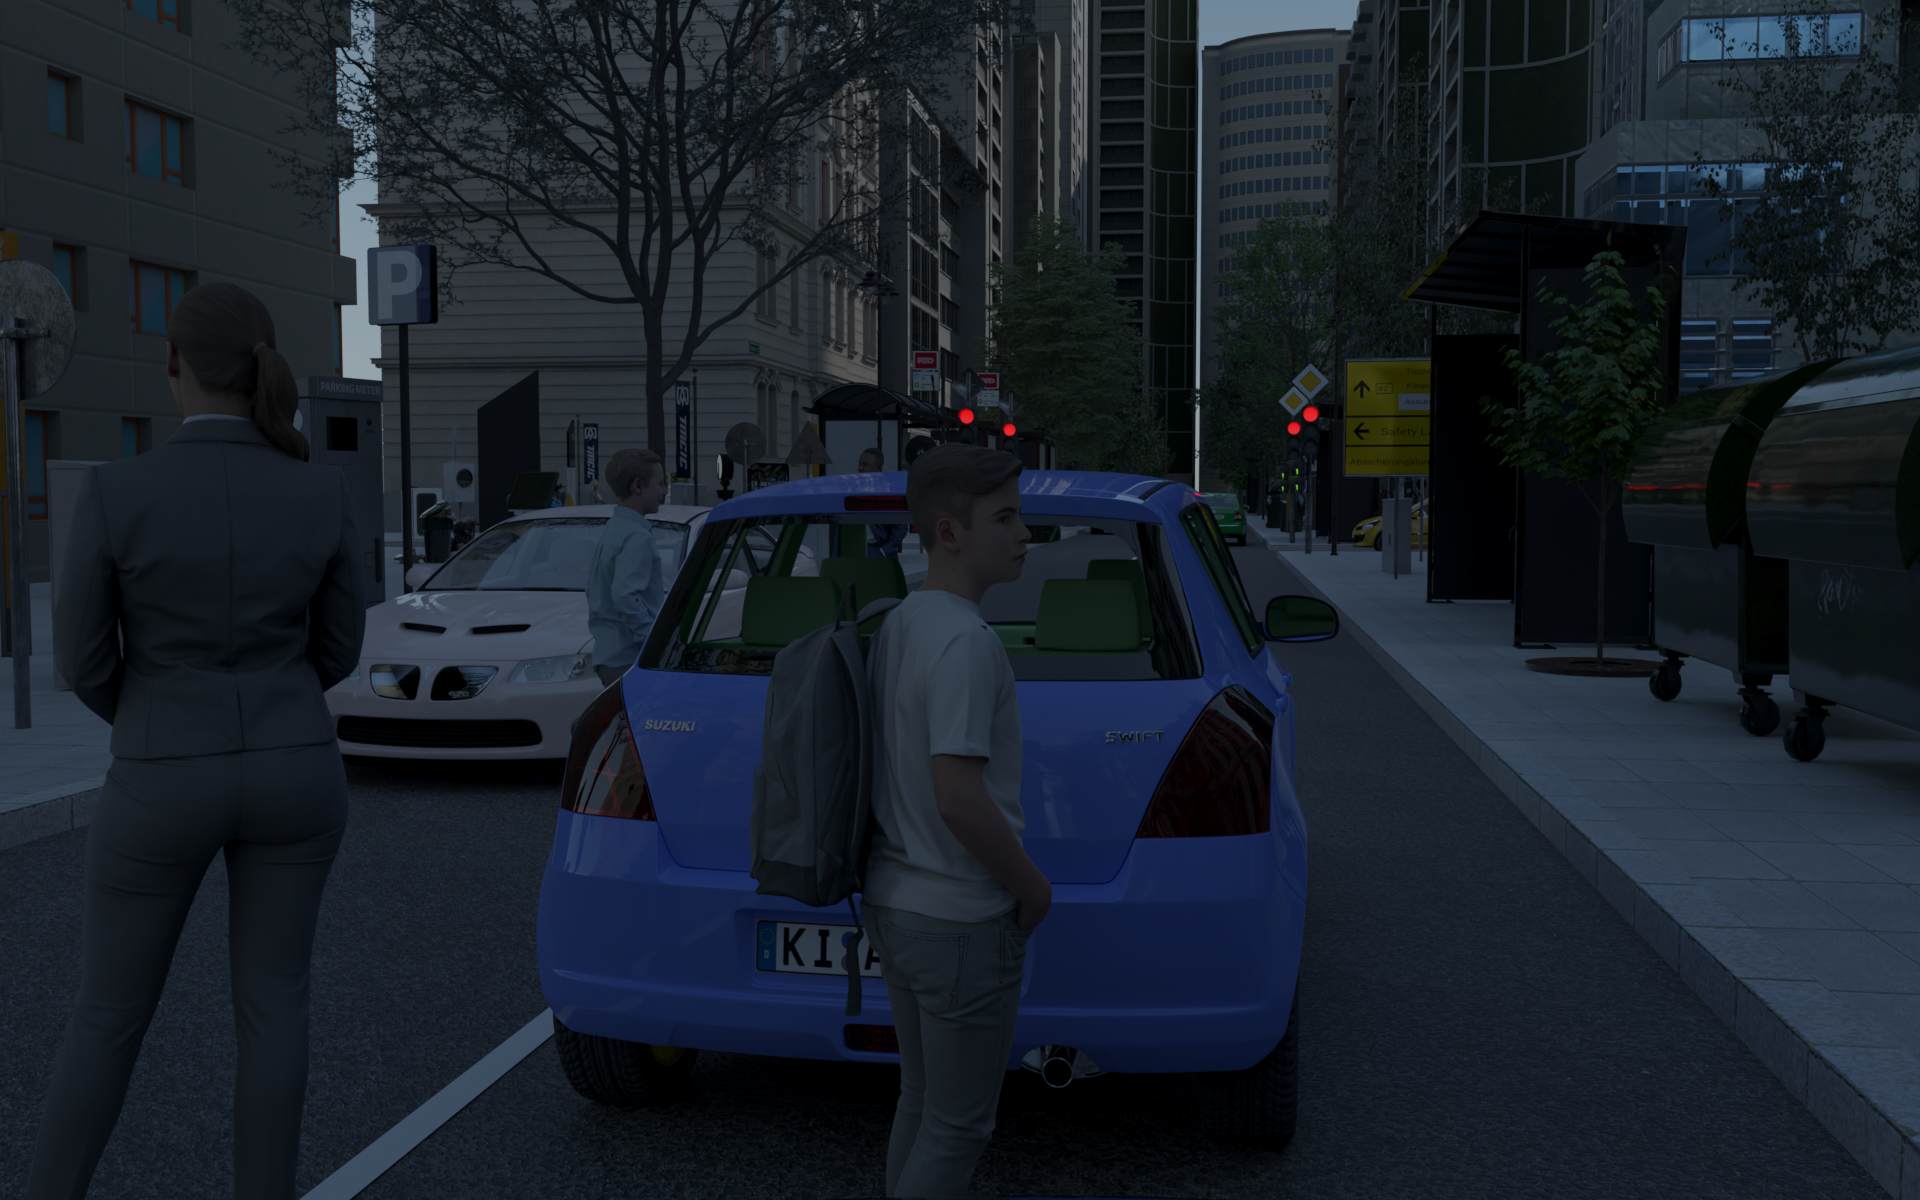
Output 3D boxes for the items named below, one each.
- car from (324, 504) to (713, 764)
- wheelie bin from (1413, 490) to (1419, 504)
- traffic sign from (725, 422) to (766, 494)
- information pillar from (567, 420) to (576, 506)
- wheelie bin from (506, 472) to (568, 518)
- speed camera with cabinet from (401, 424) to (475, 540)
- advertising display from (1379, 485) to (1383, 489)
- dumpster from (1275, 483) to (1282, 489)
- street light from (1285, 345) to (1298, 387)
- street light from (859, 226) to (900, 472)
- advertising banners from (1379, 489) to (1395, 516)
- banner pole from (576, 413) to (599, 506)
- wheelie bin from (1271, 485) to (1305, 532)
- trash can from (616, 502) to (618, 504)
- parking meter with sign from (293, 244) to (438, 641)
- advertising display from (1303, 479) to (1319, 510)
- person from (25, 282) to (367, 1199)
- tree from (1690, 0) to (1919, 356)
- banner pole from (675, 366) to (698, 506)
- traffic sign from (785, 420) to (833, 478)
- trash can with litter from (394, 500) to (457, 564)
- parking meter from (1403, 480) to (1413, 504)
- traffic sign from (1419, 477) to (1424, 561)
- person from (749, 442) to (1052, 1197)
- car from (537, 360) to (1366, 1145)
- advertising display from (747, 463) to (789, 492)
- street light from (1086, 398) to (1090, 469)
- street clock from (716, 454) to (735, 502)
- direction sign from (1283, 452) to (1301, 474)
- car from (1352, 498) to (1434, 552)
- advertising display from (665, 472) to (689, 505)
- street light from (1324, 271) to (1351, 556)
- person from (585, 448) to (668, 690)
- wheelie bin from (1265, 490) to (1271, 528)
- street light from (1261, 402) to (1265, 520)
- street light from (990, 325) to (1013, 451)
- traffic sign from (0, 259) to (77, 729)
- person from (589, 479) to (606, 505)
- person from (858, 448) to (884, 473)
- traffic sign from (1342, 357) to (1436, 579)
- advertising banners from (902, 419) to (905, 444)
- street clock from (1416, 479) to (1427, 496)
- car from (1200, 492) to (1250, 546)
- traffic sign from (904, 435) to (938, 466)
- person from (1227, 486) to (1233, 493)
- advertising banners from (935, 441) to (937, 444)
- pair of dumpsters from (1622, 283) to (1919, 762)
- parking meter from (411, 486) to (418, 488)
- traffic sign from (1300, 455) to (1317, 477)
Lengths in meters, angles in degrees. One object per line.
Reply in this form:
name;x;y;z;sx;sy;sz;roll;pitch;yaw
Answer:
car;-2.133;0.111;10.555;2.083;1.381;4.827;1;4;10
wheelie bin;22.432;-4.782;86.095;0.693;1.594;0.980;1;4;10
traffic sign;-3.796;-1.866;30.615;0.768;2.556;0.104;1;4;12
information pillar;-12.174;-3.847;54.255;0.183;3.616;0.504;1;4;9
wheelie bin;-5.948;-1.008;24.396;0.980;1.594;0.693;1;4;17
speed camera with cabinet;-14.663;-3.323;48.667;0.660;3.252;2.038;3;5;40
advertising display;28.498;-6.861;117.397;0.123;1.923;0.974;2;4;28
dumpster;21.220;-6.820;114.008;1.502;2.255;1.985;1;4;8
street light;10.326;-4.951;53.735;0.468;5.910;1.993;1;4;8
street light;-1.397;-3.504;30.082;0.468;5.910;1.993;1;4;8
advertising banners;12.560;-3.374;51.354;0.090;3.025;2.074;3;5;44
banner pole;-11.604;-3.899;53.764;0.863;3.779;0.401;-2;4;-26
wheelie bin;11.190;-3.085;58.348;0.980;1.594;0.693;3;4;38
trash can;-5.577;-1.123;30.020;0.748;1.137;0.748;0;3;0
parking meter with sign;-4.235;-0.932;11.500;0.543;3.016;1.738;1;4;22
advertising display;14.981;-4.214;74.108;0.974;1.923;0.123;-1;4;-22
person;-1.377;0.348;3.085;0.573;1.790;0.520;3;5;40
tree;12.272;-4.522;24.301;4.360;8.622;3.978;0;3;0
banner pole;-5.299;-2.678;33.796;0.401;3.779;0.863;2;4;28
traffic sign;-2.680;-1.872;30.605;0.884;2.594;0.081;1;4;12
trash can with litter;-9.902;-1.265;32.076;1.055;1.170;0.624;-2;4;-35
parking meter;18.075;-3.932;70.004;0.399;1.863;0.255;0;4;-8
traffic sign;8.773;-1.882;32.894;0.606;2.300;0.079;1;4;13
person;-0.045;0.509;2.781;0.503;1.515;0.523;3;4;38
car;0.165;0.267;5.226;1.945;1.707;3.694;1;4;10
advertising display;-3.959;-1.871;35.810;0.974;1.923;0.123;-3;5;-40
street light;5.935;-6.589;80.521;0.468;5.910;1.993;1;4;8
street clock;-4.242;-1.637;31.327;0.358;2.002;0.471;-1;4;-20
direction sign;16.703;-5.820;87.148;0.876;3.537;0.379;1;4;17
car;11.334;-1.883;41.014;3.980;1.641;2.015;1;4;9
advertising display;-8.376;-2.783;50.711;0.974;1.923;0.123;-3;5;-40
street light;7.821;-3.868;36.030;0.468;5.910;1.993;1;4;8
person;-1.226;0.233;6.505;0.330;1.601;0.589;-1;4;-15
wheelie bin;11.895;-3.495;65.055;0.693;1.594;0.980;2;4;34
street light;15.160;-6.949;86.400;0.468;5.910;1.993;1;4;8
street light;1.136;-4.565;47.422;0.468;5.910;1.993;1;4;8
traffic sign;-5.136;-0.569;9.417;0.768;2.556;0.104;1;4;14
person;-8.971;-2.101;43.038;0.526;1.800;0.537;2;4;33
person;-0.769;-0.320;13.923;0.721;1.800;0.419;1;4;18
traffic sign;6.881;-1.960;25.912;2.265;3.308;0.079;1;4;12
advertising banners;-2.055;-2.580;38.371;2.074;3.025;0.090;2;4;34
street clock;21.868;-4.745;82.153;0.471;2.002;0.358;0;4;1
car;7.256;-2.476;49.279;1.959;1.807;4.718;1;4;9
traffic sign;-0.835;-2.278;37.355;0.768;2.556;0.104;1;4;13
person;9.944;-3.350;63.944;0.731;1.740;0.598;3;5;41
advertising banners;-1.495;-3.685;56.436;2.074;3.025;0.090;-3;5;-44
pair of dumpsters;4.610;-0.374;8.607;1.574;2.255;4.437;1;4;8
parking meter;-16.506;-2.693;52.439;0.372;1.533;0.369;0;3;0
traffic sign;10.264;-3.102;50.824;0.768;2.556;0.104;1;4;13
